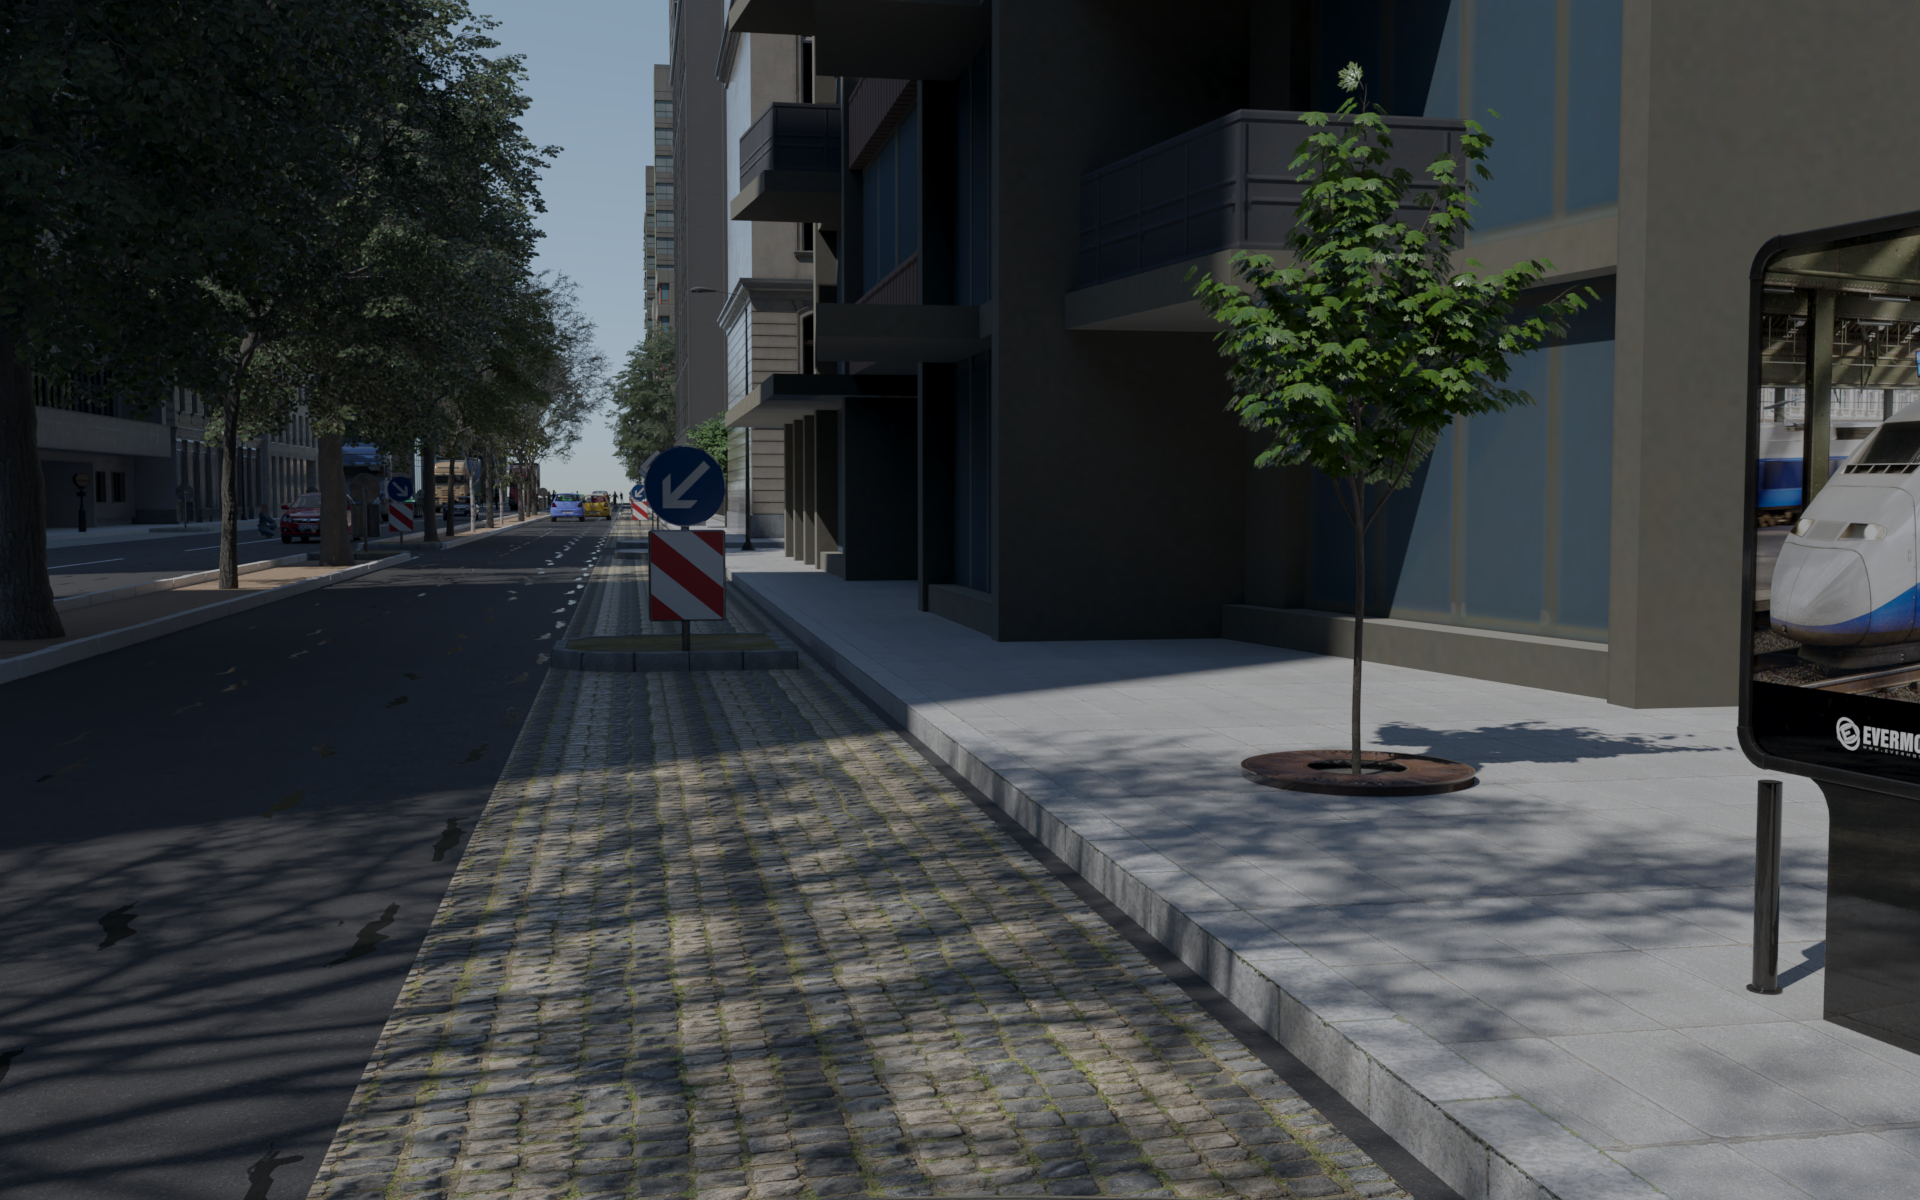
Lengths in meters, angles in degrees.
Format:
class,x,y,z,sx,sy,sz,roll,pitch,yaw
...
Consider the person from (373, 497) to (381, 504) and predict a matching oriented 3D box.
class,x,y,z,sx,sy,sz,roll,pitch,yaw
person,-27.210,-4.302,80.651,0.330,1.601,0.589,1,4,16

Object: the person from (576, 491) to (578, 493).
class,x,y,z,sx,sy,sz,roll,pitch,yaw
person,-35.600,-9.281,160.958,1.217,1.735,0.721,0,4,8

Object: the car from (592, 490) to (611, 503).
class,x,y,z,sx,sy,sz,roll,pitch,yaw
car,-37.270,-10.439,179.343,2.281,1.827,5.304,-1,4,-12

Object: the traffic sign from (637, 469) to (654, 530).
class,x,y,z,sx,sy,sz,roll,pitch,yaw
traffic sign,-8.324,-2.646,46.902,0.795,2.450,0.064,-1,4,-11

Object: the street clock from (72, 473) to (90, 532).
class,x,y,z,sx,sy,sz,roll,pitch,yaw
street clock,-29.592,-3.289,58.350,0.358,2.002,0.471,3,4,37

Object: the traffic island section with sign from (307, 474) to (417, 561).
class,x,y,z,sx,sy,sz,roll,pitch,yaw
traffic island section with sign,-13.198,-1.836,38.163,2.006,1.907,1.989,-1,4,-11

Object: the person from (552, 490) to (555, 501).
class,x,y,z,sx,sy,sz,roll,pitch,yaw
person,-37.050,-9.150,158.126,0.705,1.821,1.348,0,3,0

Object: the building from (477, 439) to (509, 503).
class,x,y,z,sx,sy,sz,roll,pitch,yaw
building,-81.511,-25.010,253.945,27.650,21.520,28.899,-1,4,-11

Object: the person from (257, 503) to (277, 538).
class,x,y,z,sx,sy,sz,roll,pitch,yaw
person,-22.591,-2.611,56.688,0.738,1.151,1.012,0,4,-7

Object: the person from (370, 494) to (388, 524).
class,x,y,z,sx,sy,sz,roll,pitch,yaw
person,-27.250,-4.476,81.907,1.509,1.804,0.699,-2,4,-24

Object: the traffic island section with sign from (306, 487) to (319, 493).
class,x,y,z,sx,sy,sz,roll,pitch,yaw
traffic island section with sign,-34.386,-5.094,91.909,1.989,1.847,2.006,-1,4,-11

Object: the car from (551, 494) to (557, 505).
class,x,y,z,sx,sy,sz,roll,pitch,yaw
car,-51.933,-13.099,223.754,1.945,1.707,3.694,-1,4,-11

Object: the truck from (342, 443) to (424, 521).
class,x,y,z,sx,sy,sz,roll,pitch,yaw
truck,-32.257,-6.544,96.759,2.967,4.110,18.799,-1,4,-11

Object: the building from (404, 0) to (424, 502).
class,x,y,z,sx,sy,sz,roll,pitch,yaw
building,-63.100,-52.240,166.799,22.319,86.520,31.000,-1,4,-11

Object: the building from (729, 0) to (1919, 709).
class,x,y,z,sx,sy,sz,roll,pitch,yaw
building,8.216,-22.567,23.593,22.147,44.769,28.867,-1,4,-11

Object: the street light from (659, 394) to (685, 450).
class,x,y,z,sx,sy,sz,roll,pitch,yaw
street light,-13.198,-6.588,80.263,1.470,5.913,1.316,-1,4,-11

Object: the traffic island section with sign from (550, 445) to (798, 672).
class,x,y,z,sx,sy,sz,roll,pitch,yaw
traffic island section with sign,-2.476,-0.378,14.814,1.989,1.847,2.006,-1,4,-11

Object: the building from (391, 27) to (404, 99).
class,x,y,z,sx,sy,sz,roll,pitch,yaw
building,-54.747,-30.357,146.451,14.600,45.320,14.200,-1,4,-11

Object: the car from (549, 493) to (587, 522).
class,x,y,z,sx,sy,sz,roll,pitch,yaw
car,-20.349,-4.912,89.900,1.945,1.707,3.694,-1,4,-12

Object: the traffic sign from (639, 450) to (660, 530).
class,x,y,z,sx,sy,sz,roll,pitch,yaw
traffic sign,-6.821,-2.166,39.059,0.795,2.450,0.064,-1,4,-11

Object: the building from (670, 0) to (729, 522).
class,x,y,z,sx,sy,sz,roll,pitch,yaw
building,-7.000,-17.959,87.143,14.314,27.812,24.014,-1,4,-11

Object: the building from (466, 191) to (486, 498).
class,x,y,z,sx,sy,sz,roll,pitch,yaw
building,-73.724,-34.899,225.218,22.147,44.769,28.867,-1,4,-11

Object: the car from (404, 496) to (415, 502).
class,x,y,z,sx,sy,sz,roll,pitch,yaw
car,-40.867,-7.212,126.704,1.959,1.807,4.718,-1,4,-13

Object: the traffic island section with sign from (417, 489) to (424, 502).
class,x,y,z,sx,sy,sz,roll,pitch,yaw
traffic island section with sign,-43.756,-8.085,140.815,1.989,1.847,2.006,-1,4,-11

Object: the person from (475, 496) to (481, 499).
class,x,y,z,sx,sy,sz,roll,pitch,yaw
person,-46.570,-9.665,166.604,1.350,1.814,0.705,3,5,39

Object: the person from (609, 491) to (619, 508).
class,x,y,z,sx,sy,sz,roll,pitch,yaw
person,-34.713,-10.072,173.909,0.721,1.736,1.217,3,4,39

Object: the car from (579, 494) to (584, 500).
class,x,y,z,sx,sy,sz,roll,pitch,yaw
car,-25.227,-6.390,113.271,1.959,1.807,4.718,-1,4,-10

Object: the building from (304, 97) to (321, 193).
class,x,y,z,sx,sy,sz,roll,pitch,yaw
building,-59.916,-26.537,125.759,32.217,40.220,23.993,-1,4,-11

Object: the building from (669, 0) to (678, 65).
class,x,y,z,sx,sy,sz,roll,pitch,yaw
building,-22.770,-45.755,186.347,20.563,71.187,20.611,-1,4,-11

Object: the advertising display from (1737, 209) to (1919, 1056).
class,x,y,z,sx,sy,sz,roll,pitch,yaw
advertising display,2.207,0.074,4.010,0.123,1.923,0.974,-1,4,-17

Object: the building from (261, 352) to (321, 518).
class,x,y,z,sx,sy,sz,roll,pitch,yaw
building,-42.946,-14.858,97.681,10.420,20.320,16.860,-1,4,-11

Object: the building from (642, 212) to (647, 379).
class,x,y,z,sx,sy,sz,roll,pitch,yaw
building,-36.997,-37.300,264.472,22.147,44.769,28.867,-1,4,-11

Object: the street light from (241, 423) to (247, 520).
class,x,y,z,sx,sy,sz,roll,pitch,yaw
street light,-34.338,-6.833,84.266,1.470,5.913,1.316,-1,4,-11

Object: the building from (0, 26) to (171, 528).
class,x,y,z,sx,sy,sz,roll,pitch,yaw
building,-37.160,-14.507,56.250,14.314,24.678,30.058,-1,4,-11

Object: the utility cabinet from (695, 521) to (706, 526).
class,x,y,z,sx,sy,sz,roll,pitch,yaw
utility cabinet,-10.693,-3.578,69.658,0.306,1.237,1.020,3,5,42

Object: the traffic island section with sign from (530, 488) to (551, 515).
class,x,y,z,sx,sy,sz,roll,pitch,yaw
traffic island section with sign,-28.737,-6.795,119.238,2.006,1.907,1.989,-1,4,-11

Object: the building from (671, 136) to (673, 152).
class,x,y,z,sx,sy,sz,roll,pitch,yaw
building,-10.985,-19.764,110.529,14.401,28.519,23.554,-1,4,-11

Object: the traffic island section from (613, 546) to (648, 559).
class,x,y,z,sx,sy,sz,roll,pitch,yaw
traffic island section,-6.799,-1.031,39.141,2.009,0.180,2.903,-1,4,-11

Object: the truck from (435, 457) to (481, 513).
class,x,y,z,sx,sy,sz,roll,pitch,yaw
truck,-38.779,-8.843,133.488,2.839,4.237,11.283,-1,4,-9

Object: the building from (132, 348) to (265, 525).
class,x,y,z,sx,sy,sz,roll,pitch,yaw
building,-39.314,-14.150,80.505,9.793,20.994,18.267,-1,4,-11

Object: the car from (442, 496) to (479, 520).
class,x,y,z,sx,sy,sz,roll,pitch,yaw
car,-27.530,-5.077,95.584,1.945,1.354,3.894,-1,4,-12

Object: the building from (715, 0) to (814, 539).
class,x,y,z,sx,sy,sz,roll,pitch,yaw
building,9.625,-14.574,57.362,34.723,24.649,14.460,-1,4,-11

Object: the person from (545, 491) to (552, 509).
class,x,y,z,sx,sy,sz,roll,pitch,yaw
person,-39.224,-9.548,165.343,1.217,1.736,0.721,-1,4,-12

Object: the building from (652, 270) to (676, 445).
class,x,y,z,sx,sy,sz,roll,pitch,yaw
building,-12.424,-18.675,150.368,27.650,21.520,28.899,-1,4,-11

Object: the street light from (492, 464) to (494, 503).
class,x,y,z,sx,sy,sz,roll,pitch,yaw
street light,-64.388,-16.410,240.845,1.470,5.913,1.316,-1,4,-11

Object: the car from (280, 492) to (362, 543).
class,x,y,z,sx,sy,sz,roll,pitch,yaw
car,-19.227,-2.639,52.184,2.155,1.783,4.494,-1,4,-10

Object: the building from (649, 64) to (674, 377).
class,x,y,z,sx,sy,sz,roll,pitch,yaw
building,-22.722,-29.728,169.641,14.154,41.232,14.086,-1,4,-11

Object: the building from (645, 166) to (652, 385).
class,x,y,z,sx,sy,sz,roll,pitch,yaw
building,-32.511,-32.761,219.229,14.154,41.232,14.086,-1,4,-11

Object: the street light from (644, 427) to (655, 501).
class,x,y,z,sx,sy,sz,roll,pitch,yaw
street light,-21.171,-9.075,120.923,1.470,5.913,1.316,-1,4,-11

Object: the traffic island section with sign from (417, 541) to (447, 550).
class,x,y,z,sx,sy,sz,roll,pitch,yaw
traffic island section with sign,-14.583,-2.282,45.440,2.006,1.907,1.989,-1,4,-11

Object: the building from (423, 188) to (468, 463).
class,x,y,z,sx,sy,sz,roll,pitch,yaw
building,-66.156,-33.915,204.614,14.600,45.320,14.200,-1,4,-11

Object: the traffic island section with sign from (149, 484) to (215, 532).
class,x,y,z,sx,sy,sz,roll,pitch,yaw
traffic island section with sign,-29.284,-3.465,65.286,1.989,1.847,2.006,-1,4,-11

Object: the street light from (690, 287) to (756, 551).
class,x,y,z,sx,sy,sz,roll,pitch,yaw
street light,-5.353,-4.072,39.122,1.470,5.913,1.316,-1,4,-11

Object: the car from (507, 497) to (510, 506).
class,x,y,z,sx,sy,sz,roll,pitch,yaw
car,-53.397,-12.209,208.653,2.155,1.783,4.494,-1,4,-11

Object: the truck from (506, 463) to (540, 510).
class,x,y,z,sx,sy,sz,roll,pitch,yaw
truck,-39.363,-10.256,156.604,2.839,4.237,11.283,-1,4,-12

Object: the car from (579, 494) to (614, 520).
class,x,y,z,sx,sy,sz,roll,pitch,yaw
car,-20.261,-5.257,96.179,2.015,1.641,3.980,-1,4,-10

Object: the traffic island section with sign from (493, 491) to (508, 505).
class,x,y,z,sx,sy,sz,roll,pitch,yaw
traffic island section with sign,-59.452,-13.095,222.731,1.989,1.847,2.006,-1,4,-11

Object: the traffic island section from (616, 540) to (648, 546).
class,x,y,z,sx,sy,sz,roll,pitch,yaw
traffic island section,-8.303,-1.511,46.984,2.009,0.180,2.903,-1,4,-11
